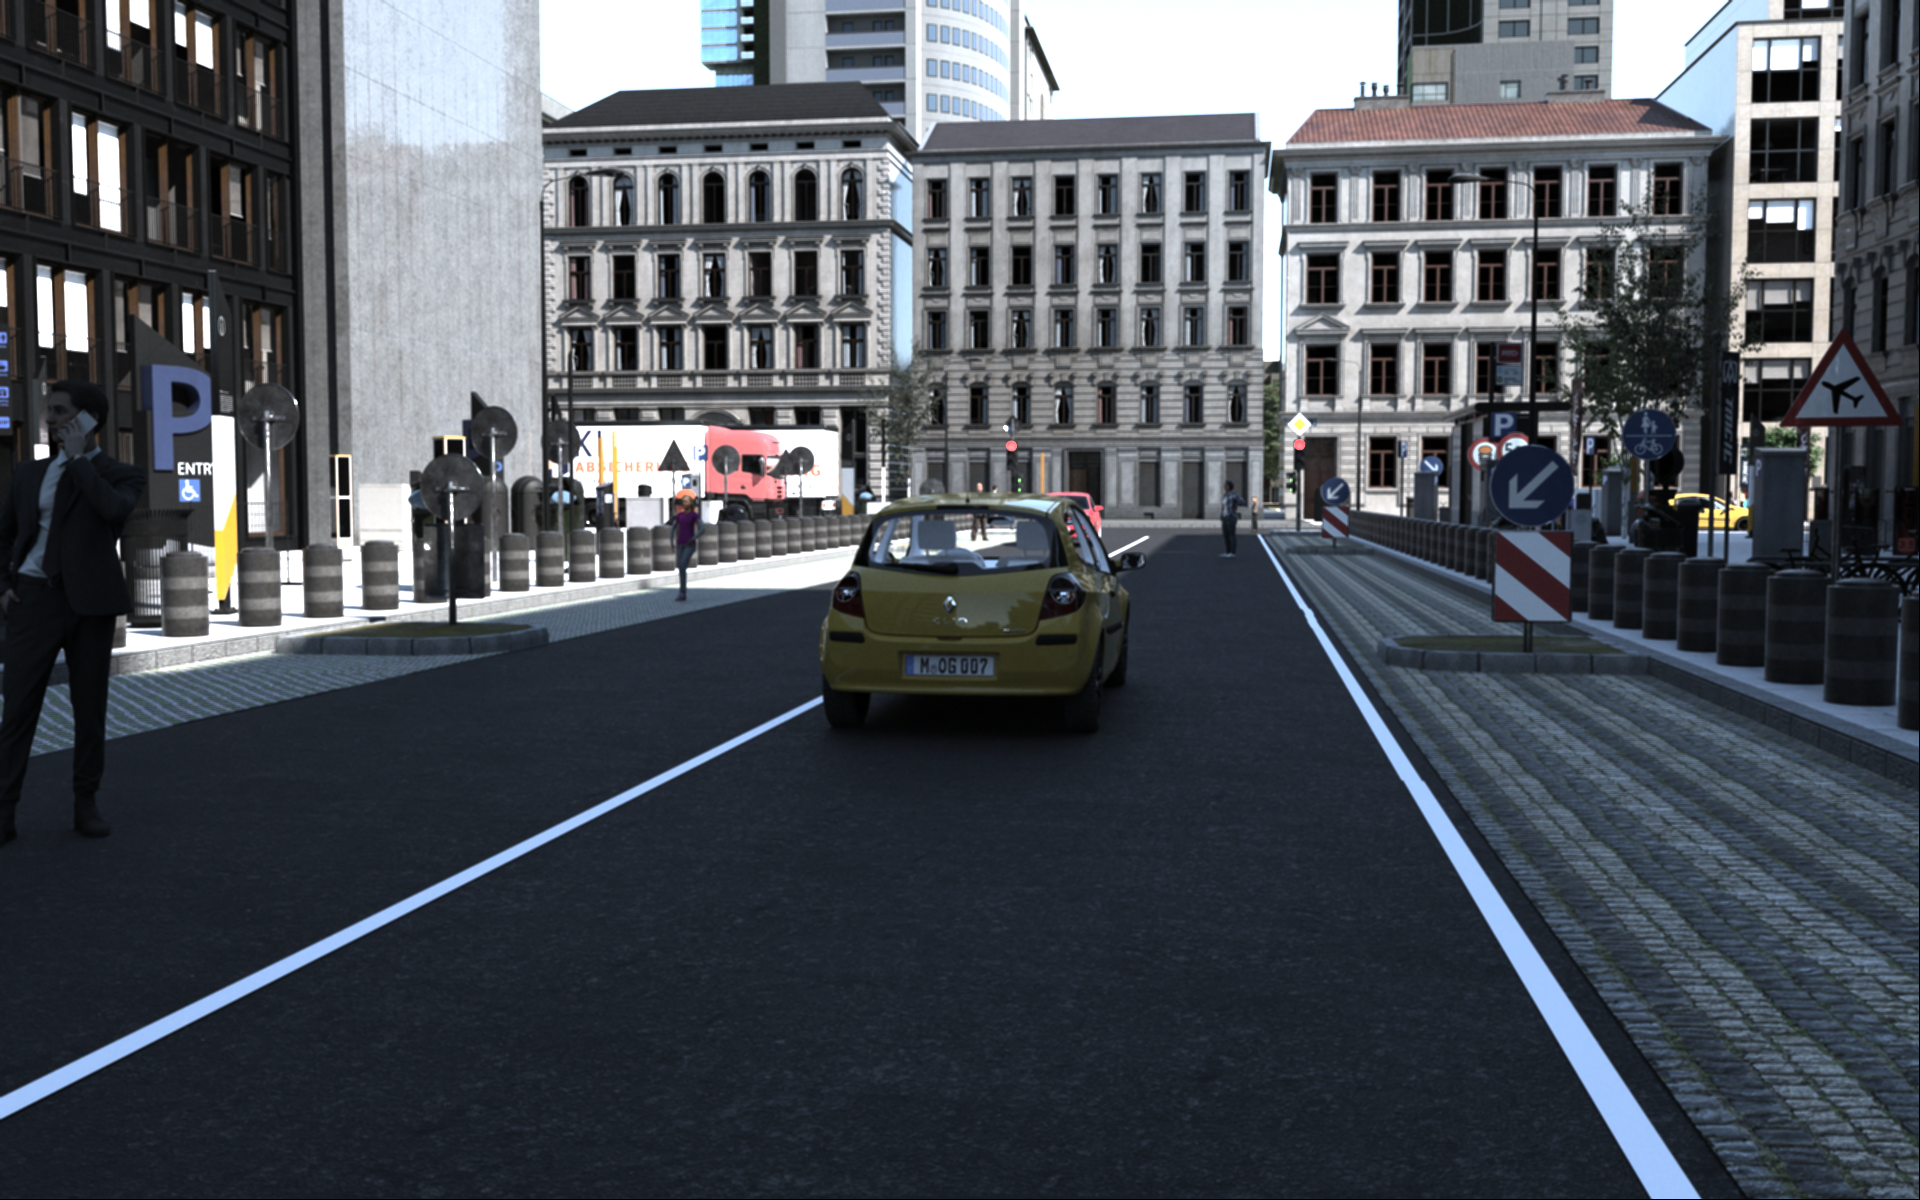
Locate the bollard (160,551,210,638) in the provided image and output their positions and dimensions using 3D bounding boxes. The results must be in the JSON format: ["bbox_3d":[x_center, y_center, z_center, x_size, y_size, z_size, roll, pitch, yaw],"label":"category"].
[{"bbox_3d":[-6.995,-0.056,15.629,0.404,0.777,0.398,0,3,0],"label":"bollard"}]

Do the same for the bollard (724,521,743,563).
[{"bbox_3d":[-4.357,-1.077,32.332,0.404,0.777,0.398,0,3,0],"label":"bollard"}]

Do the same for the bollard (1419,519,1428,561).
[{"bbox_3d":[9.105,-1.135,33.266,0.404,0.777,0.398,0,3,0],"label":"bollard"}]

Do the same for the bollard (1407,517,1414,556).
[{"bbox_3d":[9.481,-1.280,35.640,0.404,0.777,0.398,0,3,0],"label":"bollard"}]

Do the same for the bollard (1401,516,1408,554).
[{"bbox_3d":[9.670,-1.352,36.827,0.404,0.777,0.398,0,3,0],"label":"bollard"}]

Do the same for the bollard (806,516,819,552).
[{"bbox_3d":[-3.416,-1.442,38.301,0.404,0.777,0.398,0,3,0],"label":"bollard"}]

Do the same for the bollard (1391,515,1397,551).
[{"bbox_3d":[10.043,-1.499,39.222,0.404,0.777,0.398,0,3,0],"label":"bollard"}]

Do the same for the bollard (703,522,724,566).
[{"bbox_3d":[-4.547,-1.004,31.124,0.404,0.777,0.398,0,3,0],"label":"bollard"}]

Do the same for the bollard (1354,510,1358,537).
[{"bbox_3d":[11.930,-2.229,51.164,0.404,0.777,0.398,0,3,0],"label":"bollard"}]

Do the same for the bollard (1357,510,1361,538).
[{"bbox_3d":[11.744,-2.157,49.976,0.404,0.777,0.398,0,3,0],"label":"bollard"}]

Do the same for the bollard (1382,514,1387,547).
[{"bbox_3d":[10.424,-1.645,41.611,0.404,0.777,0.398,0,3,0],"label":"bollard"}]

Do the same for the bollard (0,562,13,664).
[{"bbox_3d":[-7.365,0.090,13.251,0.404,0.777,0.398,0,3,0],"label":"bollard"}]

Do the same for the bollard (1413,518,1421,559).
[{"bbox_3d":[9.300,-1.207,34.452,0.404,0.777,0.398,0,3,0],"label":"bollard"}]

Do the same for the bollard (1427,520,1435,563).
[{"bbox_3d":[8.921,-1.062,32.079,0.404,0.777,0.398,0,3,0],"label":"bollard"}]

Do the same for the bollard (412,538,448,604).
[{"bbox_3d":[-6.240,-0.348,20.400,0.404,0.777,0.398,0,3,0],"label":"bollard"}]

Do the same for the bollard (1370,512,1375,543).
[{"bbox_3d":[10.994,-1.865,45.203,0.404,0.777,0.398,0,3,0],"label":"bollard"}]

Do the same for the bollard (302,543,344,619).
[{"bbox_3d":[-6.621,-0.201,18.005,0.404,0.777,0.398,0,3,0],"label":"bollard"}]

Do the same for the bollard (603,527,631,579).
[{"bbox_3d":[-5.302,-0.711,26.346,0.404,0.777,0.398,0,3,0],"label":"bollard"}]

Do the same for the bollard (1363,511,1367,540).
[{"bbox_3d":[11.367,-2.011,47.592,0.404,0.777,0.398,0,3,0],"label":"bollard"}]

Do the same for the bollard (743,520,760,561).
[{"bbox_3d":[-4.169,-1.150,33.520,0.404,0.777,0.398,0,3,0],"label":"bollard"}]

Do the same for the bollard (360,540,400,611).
[{"bbox_3d":[-6.429,-0.274,19.199,0.404,0.777,0.398,0,3,0],"label":"bollard"}]

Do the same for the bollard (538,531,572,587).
[{"bbox_3d":[-5.678,-0.566,23.965,0.404,0.777,0.398,0,3,0],"label":"bollard"}]

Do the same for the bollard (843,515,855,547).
[{"bbox_3d":[-2.851,-1.661,41.882,0.404,0.777,0.398,0,3,0],"label":"bollard"}]

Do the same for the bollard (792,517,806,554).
[{"bbox_3d":[-3.606,-1.369,37.104,0.404,0.777,0.398,0,3,0],"label":"bollard"}]

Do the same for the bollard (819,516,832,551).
[{"bbox_3d":[-3.229,-1.515,39.490,0.404,0.777,0.398,0,3,0],"label":"bollard"}]

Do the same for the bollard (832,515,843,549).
[{"bbox_3d":[-3.040,-1.588,40.676,0.404,0.777,0.398,0,3,0],"label":"bollard"}]

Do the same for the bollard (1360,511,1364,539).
[{"bbox_3d":[11.558,-2.084,48.789,0.404,0.777,0.398,0,3,0],"label":"bollard"}]

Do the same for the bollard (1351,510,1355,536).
[{"bbox_3d":[12.123,-2.303,52.364,0.404,0.777,0.398,0,3,0],"label":"bollard"}]

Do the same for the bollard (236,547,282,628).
[{"bbox_3d":[-6.802,-0.128,16.815,0.404,0.777,0.398,0,3,0],"label":"bollard"}]

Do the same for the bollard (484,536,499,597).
[{"bbox_3d":[-6.052,-0.420,21.589,0.404,0.777,0.398,0,3,0],"label":"bollard"}]

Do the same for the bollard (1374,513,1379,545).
[{"bbox_3d":[10.799,-1.791,44.004,0.404,0.777,0.398,0,3,0],"label":"bollard"}]

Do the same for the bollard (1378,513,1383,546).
[{"bbox_3d":[10.617,-1.718,42.801,0.404,0.777,0.398,0,3,0],"label":"bollard"}]

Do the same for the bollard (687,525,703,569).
[{"bbox_3d":[-4.735,-0.930,29.926,0.404,0.777,0.398,0,3,0],"label":"bollard"}]

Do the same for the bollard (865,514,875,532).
[{"bbox_3d":[-2.473,-1.808,44.274,0.404,0.777,0.398,0,3,0],"label":"bollard"}]

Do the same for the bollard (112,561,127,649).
[{"bbox_3d":[-7.177,0.017,14.441,0.404,0.777,0.398,0,3,0],"label":"bollard"}]

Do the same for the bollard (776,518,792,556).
[{"bbox_3d":[-3.791,-1.297,35.916,0.404,0.777,0.398,0,3,0],"label":"bollard"}]

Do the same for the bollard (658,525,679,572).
[{"bbox_3d":[-4.924,-0.858,28.739,0.404,0.777,0.398,0,3,0],"label":"bollard"}]

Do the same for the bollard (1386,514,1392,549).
[{"bbox_3d":[10.236,-1.572,40.424,0.404,0.777,0.398,0,3,0],"label":"bollard"}]

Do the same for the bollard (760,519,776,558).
[{"bbox_3d":[-3.979,-1.224,34.724,0.404,0.777,0.398,0,3,0],"label":"bollard"}]

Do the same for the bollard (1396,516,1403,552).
[{"bbox_3d":[9.864,-1.426,38.028,0.404,0.777,0.398,0,3,0],"label":"bollard"}]

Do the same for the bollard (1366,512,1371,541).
[{"bbox_3d":[11.180,-1.937,46.394,0.404,0.777,0.398,0,3,0],"label":"bollard"}]

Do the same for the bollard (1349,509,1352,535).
[{"bbox_3d":[12.311,-2.376,53.568,0.404,0.777,0.398,0,3,0],"label":"bollard"}]

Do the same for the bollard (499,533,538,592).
[{"bbox_3d":[-5.863,-0.493,22.777,0.404,0.777,0.398,0,3,0],"label":"bollard"}]

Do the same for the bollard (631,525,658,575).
[{"bbox_3d":[-5.111,-0.785,27.552,0.404,0.777,0.398,0,3,0],"label":"bollard"}]

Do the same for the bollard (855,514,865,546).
[{"bbox_3d":[-2.661,-1.735,43.087,0.404,0.777,0.398,0,3,0],"label":"bollard"}]

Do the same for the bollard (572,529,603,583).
[{"bbox_3d":[-5.491,-0.639,25.159,0.404,0.777,0.398,0,3,0],"label":"bollard"}]
